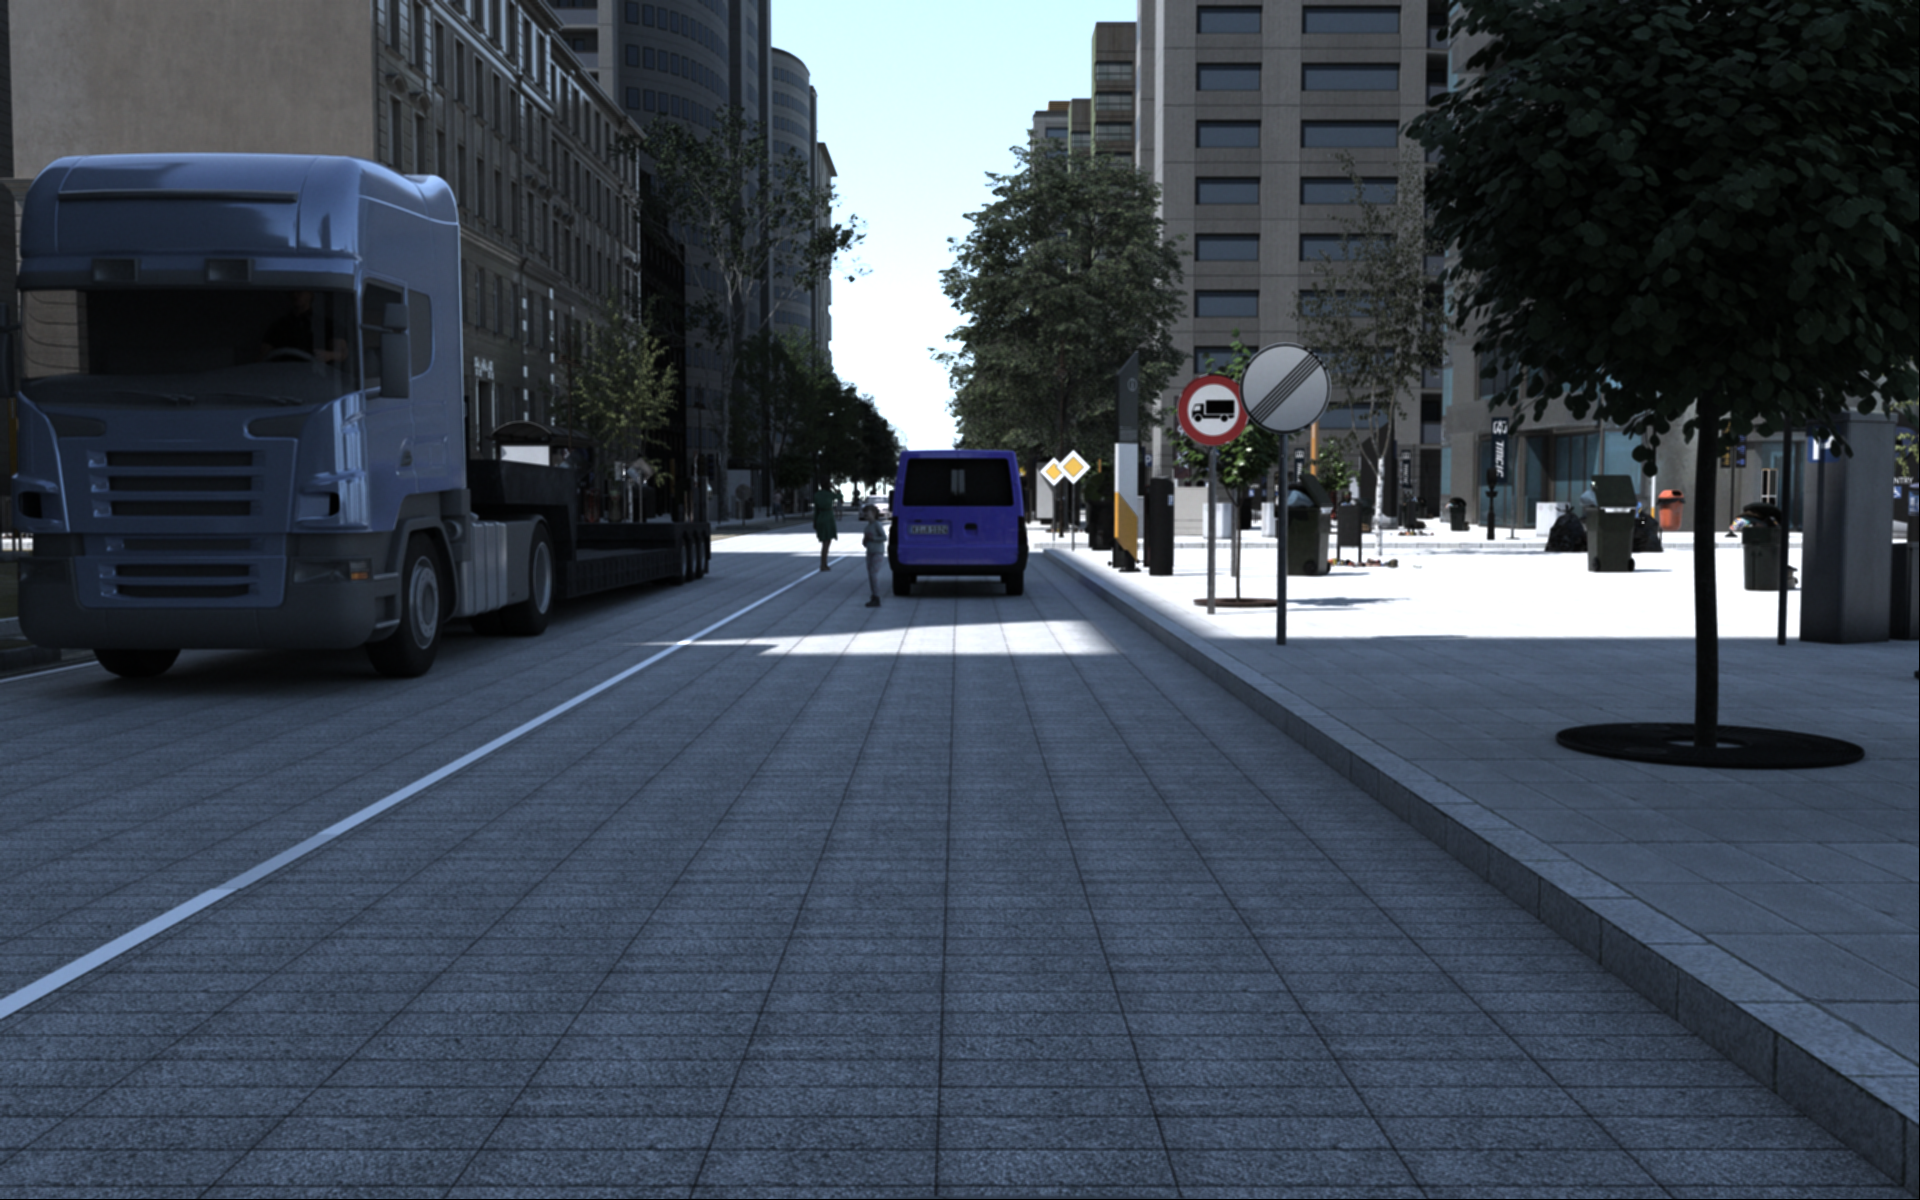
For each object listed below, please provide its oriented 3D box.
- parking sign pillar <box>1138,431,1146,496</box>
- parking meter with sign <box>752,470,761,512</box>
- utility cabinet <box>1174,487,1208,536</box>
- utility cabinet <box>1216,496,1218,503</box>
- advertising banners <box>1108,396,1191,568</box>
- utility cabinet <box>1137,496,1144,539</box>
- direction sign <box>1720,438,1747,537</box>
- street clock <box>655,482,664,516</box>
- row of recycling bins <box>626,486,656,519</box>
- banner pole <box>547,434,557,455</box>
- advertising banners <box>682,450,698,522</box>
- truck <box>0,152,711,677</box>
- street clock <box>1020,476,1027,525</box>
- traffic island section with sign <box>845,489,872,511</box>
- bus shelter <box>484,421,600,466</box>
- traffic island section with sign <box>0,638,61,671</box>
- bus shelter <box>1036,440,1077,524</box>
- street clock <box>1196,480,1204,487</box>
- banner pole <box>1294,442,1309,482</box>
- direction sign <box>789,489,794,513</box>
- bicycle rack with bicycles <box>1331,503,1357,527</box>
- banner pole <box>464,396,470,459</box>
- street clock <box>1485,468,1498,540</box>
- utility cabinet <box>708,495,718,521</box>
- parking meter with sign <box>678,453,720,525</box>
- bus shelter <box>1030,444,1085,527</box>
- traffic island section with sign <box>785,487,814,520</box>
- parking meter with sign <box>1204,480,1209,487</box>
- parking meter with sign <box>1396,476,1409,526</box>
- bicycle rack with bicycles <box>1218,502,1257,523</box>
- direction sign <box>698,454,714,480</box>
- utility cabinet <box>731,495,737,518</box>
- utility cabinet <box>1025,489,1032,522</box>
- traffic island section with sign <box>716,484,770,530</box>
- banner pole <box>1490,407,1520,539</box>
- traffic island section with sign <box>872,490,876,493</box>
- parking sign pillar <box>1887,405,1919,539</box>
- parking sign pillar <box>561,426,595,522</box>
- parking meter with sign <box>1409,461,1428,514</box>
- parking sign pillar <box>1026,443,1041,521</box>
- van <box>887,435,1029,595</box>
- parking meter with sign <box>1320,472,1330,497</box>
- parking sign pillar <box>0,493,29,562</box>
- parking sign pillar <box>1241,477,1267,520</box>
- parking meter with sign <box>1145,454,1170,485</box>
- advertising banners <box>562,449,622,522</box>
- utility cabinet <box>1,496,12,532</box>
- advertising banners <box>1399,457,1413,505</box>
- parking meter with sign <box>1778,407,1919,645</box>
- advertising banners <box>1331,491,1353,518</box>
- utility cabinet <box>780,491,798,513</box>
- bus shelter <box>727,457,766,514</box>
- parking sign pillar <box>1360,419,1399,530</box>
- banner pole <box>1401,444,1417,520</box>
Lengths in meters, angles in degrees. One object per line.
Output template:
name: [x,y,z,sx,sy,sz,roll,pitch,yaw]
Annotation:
parking sign pillar: [7.023,-5.051,71.064,1.447,3.967,1.447,-3,4,-38]
parking meter with sign: [-14.801,-7.635,121.098,1.738,3.016,0.543,1,4,12]
utility cabinet: [7.019,-2.708,52.949,1.173,1.500,0.318,1,4,16]
utility cabinet: [10.335,-3.760,72.629,1.020,1.237,0.306,-2,4,-27]
advertising banners: [3.404,-2.099,30.506,2.074,3.025,0.090,-3,4,-38]
utility cabinet: [5.204,-2.369,49.903,1.020,1.237,0.306,-2,4,-25]
direction sign: [22.982,-3.640,51.507,0.379,3.537,0.876,-2,4,-26]
street clock: [-17.328,-5.833,99.940,0.358,2.002,0.471,2,4,33]
row of recycling bins: [-16.742,-5.132,91.013,1.069,1.692,3.534,0,4,5]
banner pole: [-15.099,-4.530,64.083,0.401,3.779,0.863,-3,5,-42]
advertising banners: [-10.681,-4.433,68.660,0.090,3.025,2.074,0,4,8]
truck: [-5.449,-1.882,20.523,2.967,4.110,18.799,0,4,0]
street clock: [2.494,-3.945,69.066,0.358,2.002,0.471,-1,4,-20]
traffic island section with sign: [-8.685,-8.438,146.586,1.989,1.847,2.006,0,3,0]
bus shelter: [-12.073,-3.459,50.478,2.014,3.302,5.546,0,4,0]
traffic island section with sign: [-8.685,-0.348,14.315,1.989,1.847,2.006,0,3,0]
bus shelter: [4.293,-5.249,77.102,1.731,3.624,6.357,0,3,0]
street clock: [12.801,-5.355,92.126,0.471,2.002,0.358,0,4,5]
banner pole: [16.459,-5.699,83.189,0.863,3.779,0.401,1,4,20]
direction sign: [-11.408,-7.635,116.825,0.379,3.537,0.876,-2,4,-32]
bicycle rack with bicycles: [15.152,-3.283,67.061,2.925,0.926,2.852,3,5,43]
banner pole: [-11.358,-2.981,38.761,0.863,3.779,0.401,0,4,-2]
street clock: [14.826,-2.676,48.317,0.358,2.002,0.471,1,4,10]
utility cabinet: [-11.643,-4.363,82.489,1.020,1.237,0.306,-1,4,-17]
parking meter with sign: [-10.966,-4.682,72.810,1.738,3.016,0.543,0,4,-1]
bus shelter: [3.925,-4.663,70.162,2.014,3.302,5.546,0,3,0]
traffic island section with sign: [-8.687,-5.376,96.527,1.989,1.847,2.006,0,3,0]
parking meter with sign: [12.577,-5.581,87.507,0.543,3.016,1.738,1,4,18]
parking meter with sign: [17.122,-4.418,68.488,0.543,3.016,1.738,2,4,31]
bicycle rack with bicycles: [12.052,-3.869,76.640,2.852,0.926,2.925,1,4,14]
direction sign: [-14.399,-6.499,98.252,0.876,3.537,0.379,-1,4,-19]
utility cabinet: [-11.917,-4.916,91.536,0.306,1.237,1.020,0,4,-5]
utility cabinet: [2.942,-4.319,79.294,0.318,1.500,1.173,1,4,22]
traffic island section with sign: [-8.679,-3.727,69.572,1.989,1.847,2.006,0,3,0]
banner pole: [15.595,-3.641,49.545,0.863,3.779,0.401,1,4,22]
traffic island section with sign: [-8.687,-10.116,174.017,1.989,1.847,2.006,0,3,0]
parking sign pillar: [27.048,-3.752,49.819,1.447,3.967,1.447,-2,4,-30]
parking sign pillar: [-15.065,-4.877,68.212,1.447,3.967,1.447,1,4,19]
parking meter with sign: [23.928,-5.856,92.004,1.738,3.016,0.543,1,4,15]
parking sign pillar: [3.483,-5.815,83.550,1.447,3.967,1.447,0,4,-7]
van: [-0.024,-1.332,26.169,2.240,2.365,5.245,0,3,0]
parking meter with sign: [14.709,-4.615,71.712,0.543,3.016,1.738,-2,4,-30]
parking sign pillar: [-18.561,-2.717,32.891,1.447,3.967,1.447,-2,4,-35]
parking sign pillar: [14.604,-5.963,85.963,1.447,3.967,1.447,-3,5,-40]
parking meter with sign: [8.710,-4.828,75.199,0.543,3.016,1.738,-3,4,-39]
advertising banners: [-11.563,-3.567,54.503,2.074,3.025,0.090,-2,4,-29]
utility cabinet: [-32.263,-2.927,59.020,0.306,1.237,1.020,2,4,33]
advertising banners: [21.116,-5.251,82.050,0.090,3.025,2.074,2,4,32]
parking meter with sign: [7.731,-1.146,14.994,1.738,3.016,0.543,-2,4,-26]
advertising banners: [18.750,-5.569,87.242,2.074,3.025,0.090,0,4,3]
utility cabinet: [-11.741,-6.736,118.806,1.173,1.500,0.318,-2,4,-30]
bus shelter: [-12.176,-6.330,97.420,2.014,3.302,5.546,0,4,0]
parking sign pillar: [15.122,-4.530,62.538,1.447,3.967,1.447,-3,5,-44]
banner pole: [22.376,-5.890,86.324,0.863,3.779,0.401,0,4,1]
